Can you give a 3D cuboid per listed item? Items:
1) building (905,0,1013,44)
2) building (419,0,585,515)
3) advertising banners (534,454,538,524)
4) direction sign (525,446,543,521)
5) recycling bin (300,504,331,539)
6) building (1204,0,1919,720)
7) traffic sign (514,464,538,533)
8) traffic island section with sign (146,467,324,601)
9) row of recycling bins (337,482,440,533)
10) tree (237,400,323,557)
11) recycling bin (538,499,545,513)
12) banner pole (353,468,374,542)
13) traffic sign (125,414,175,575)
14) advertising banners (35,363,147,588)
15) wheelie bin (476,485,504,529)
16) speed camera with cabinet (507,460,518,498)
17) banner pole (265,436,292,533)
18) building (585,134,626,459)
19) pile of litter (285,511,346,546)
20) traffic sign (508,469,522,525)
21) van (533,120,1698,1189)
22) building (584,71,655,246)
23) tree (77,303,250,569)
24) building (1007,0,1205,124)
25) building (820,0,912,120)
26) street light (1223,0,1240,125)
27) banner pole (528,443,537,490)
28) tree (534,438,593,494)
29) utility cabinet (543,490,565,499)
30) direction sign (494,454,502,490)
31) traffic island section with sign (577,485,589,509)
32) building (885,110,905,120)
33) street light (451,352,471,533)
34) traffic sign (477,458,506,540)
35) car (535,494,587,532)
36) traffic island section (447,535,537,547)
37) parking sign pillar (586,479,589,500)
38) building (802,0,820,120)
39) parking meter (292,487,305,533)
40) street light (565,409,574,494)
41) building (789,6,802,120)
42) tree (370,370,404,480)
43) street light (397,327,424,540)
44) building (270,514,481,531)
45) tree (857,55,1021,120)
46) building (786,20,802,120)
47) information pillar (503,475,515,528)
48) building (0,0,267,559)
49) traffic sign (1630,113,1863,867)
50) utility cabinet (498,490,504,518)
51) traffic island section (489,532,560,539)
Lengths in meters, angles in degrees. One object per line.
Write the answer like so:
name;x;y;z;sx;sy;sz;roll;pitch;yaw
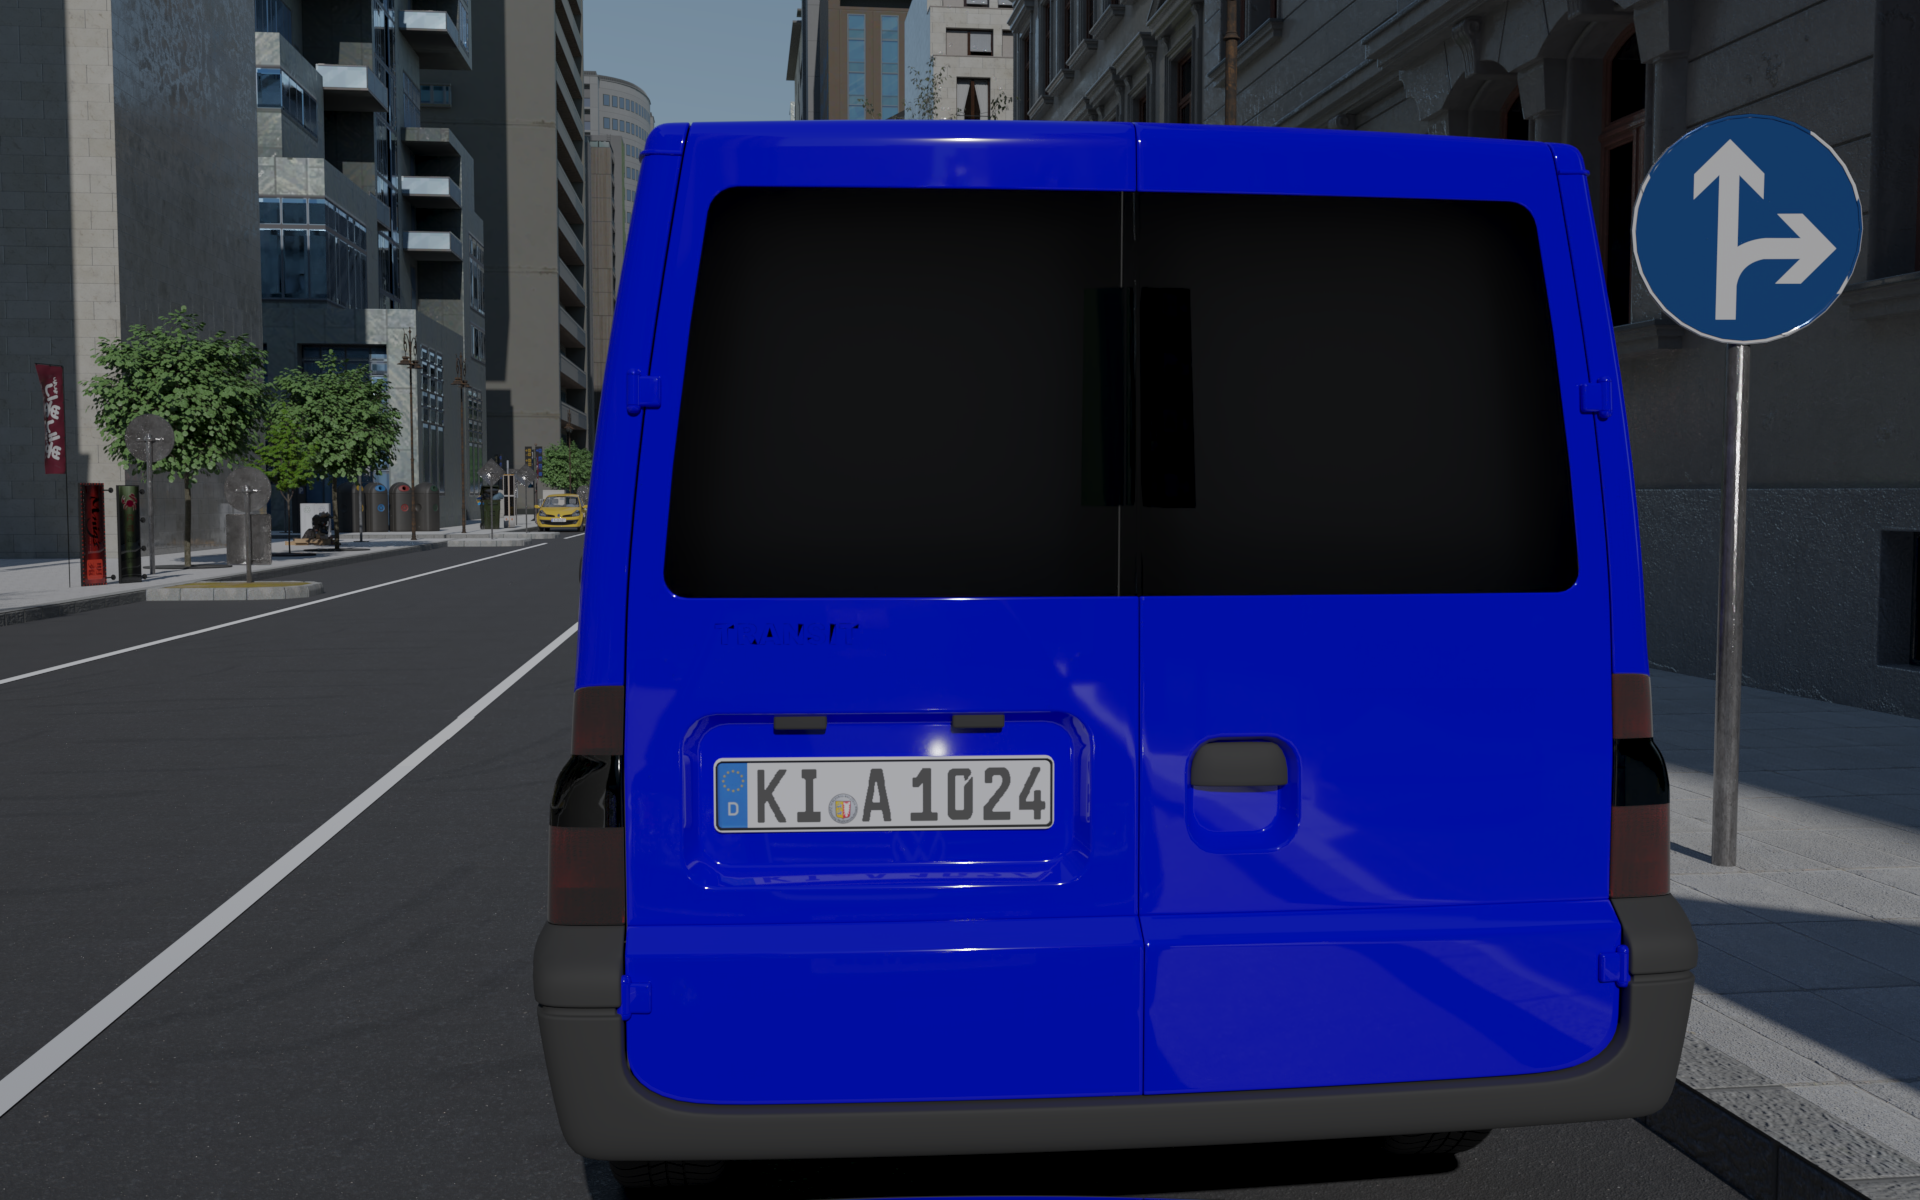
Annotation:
building;6.768;-12.947;66.439;16.860;20.320;10.420;0;4;-7
building;-36.766;-30.078;115.482;21.300;48.544;21.600;0;4;-7
advertising banners;-17.919;-4.716;73.287;0.090;3.025;2.074;-1;4;-16
direction sign;-20.227;-5.520;82.248;0.876;3.537;0.379;1;4;11
recycling bin;-17.139;-2.050;46.077;0.722;1.027;0.722;-1;4;-17
building;11.000;-13.898;14.617;14.401;28.519;23.554;0;4;-7
traffic sign;-14.200;-3.245;56.702;0.795;2.450;0.064;0;4;-7
traffic island section with sign;-10.099;-0.961;24.335;1.989;1.847;2.006;0;4;-7
row of recycling bins;-19.349;-3.148;58.577;3.534;1.692;1.069;-3;5;-44
tree;-14.033;-2.519;35.794;1.663;3.219;1.824;0;3;0
recycling bin;-20.714;-4.556;87.047;0.722;1.027;0.722;3;5;40
banner pole;-15.963;-3.451;46.437;0.401;3.779;0.863;1;4;13
traffic sign;-12.875;-1.678;27.540;0.768;2.556;0.104;0;4;-5
advertising banners;-12.107;-1.711;24.166;0.090;3.025;2.074;1;4;12
wheelie bin;-17.072;-3.374;63.065;0.980;1.594;0.693;-2;4;-31
speed camera with cabinet;-26.707;-6.542;101.305;0.660;3.252;2.038;1;4;23
banner pole;-22.421;-4.087;56.840;0.863;3.779;0.401;-1;4;-18
building;-44.360;-31.044;191.160;14.154;41.232;14.086;0;4;-7
pile of litter;-16.185;-1.805;43.471;1.719;0.858;1.176;3;4;37
traffic sign;-18.098;-4.189;70.620;0.606;2.300;0.079;0;4;-2
van;0.007;-0.057;5.316;2.240;2.365;5.245;0;4;-6
building;-53.760;-42.819;242.083;21.231;58.520;28.212;0;4;-7
tree;-13.486;-2.830;29.981;4.285;4.588;4.351;0;3;0
building;7.663;-12.294;37.159;11.583;22.565;21.152;0;4;-7
building;-4.239;-30.142;142.934;14.600;45.320;14.200;0;4;-7
street light;1.662;-2.317;10.676;0.468;5.910;1.993;0;4;-7
banner pole;-21.103;-5.849;85.644;0.863;3.779;0.401;2;4;35
tree;-23.390;-7.419;105.012;4.285;4.588;4.351;0;3;0
utility cabinet;-22.345;-5.304;95.402;1.173;1.500;0.318;0;4;0
direction sign;-26.199;-6.506;98.364;0.379;3.537;0.876;-3;5;-41
traffic island section with sign;-17.008;-4.276;78.547;1.989;1.847;2.006;0;4;-7
building;-1.109;-16.669;101.415;11.050;23.489;19.941;0;4;-7
street light;-16.264;-5.127;56.612;0.468;5.910;1.993;0;4;-7
traffic sign;-13.190;-2.761;48.780;0.795;2.450;0.064;0;4;-7
car;-15.264;-3.448;66.590;2.015;1.641;3.980;0;4;-8
traffic island section;-13.212;-1.624;48.839;2.009;0.180;2.903;0;4;-7
parking sign pillar;-25.553;-8.086;120.684;1.447;3.967;1.447;0;4;-5
building;-4.363;-38.034;163.852;21.231;58.520;28.212;0;4;-7
parking meter;-21.662;-3.120;56.730;0.255;1.863;0.399;1;4;22
street light;-21.078;-7.389;93.606;0.468;5.910;1.993;0;4;-7
building;-18.003;-58.885;275.438;22.319;86.520;31.000;0;4;-7
tree;-14.172;-3.399;39.290;4.285;4.588;4.351;0;3;0
street light;-15.196;-4.601;48.015;0.468;5.910;1.993;0;4;-7
building;-32.009;-46.452;72.156;22.319;86.520;31.000;0;4;-7
tree;-0.039;-4.838;29.469;4.360;8.622;3.978;0;3;0
building;-4.411;-36.902;192.584;28.713;52.752;27.495;0;4;-7
information pillar;-16.989;-3.716;65.241;0.304;2.012;0.304;2;4;31
building;-25.638;-11.212;38.074;16.860;20.320;10.420;0;4;-7
traffic sign;2.646;-0.356;5.921;0.768;2.556;0.104;0;4;2
utility cabinet;-24.865;-5.126;92.496;1.173;1.500;0.318;2;4;31
traffic island section;-14.222;-2.109;56.760;2.009;0.180;2.903;0;4;-7
